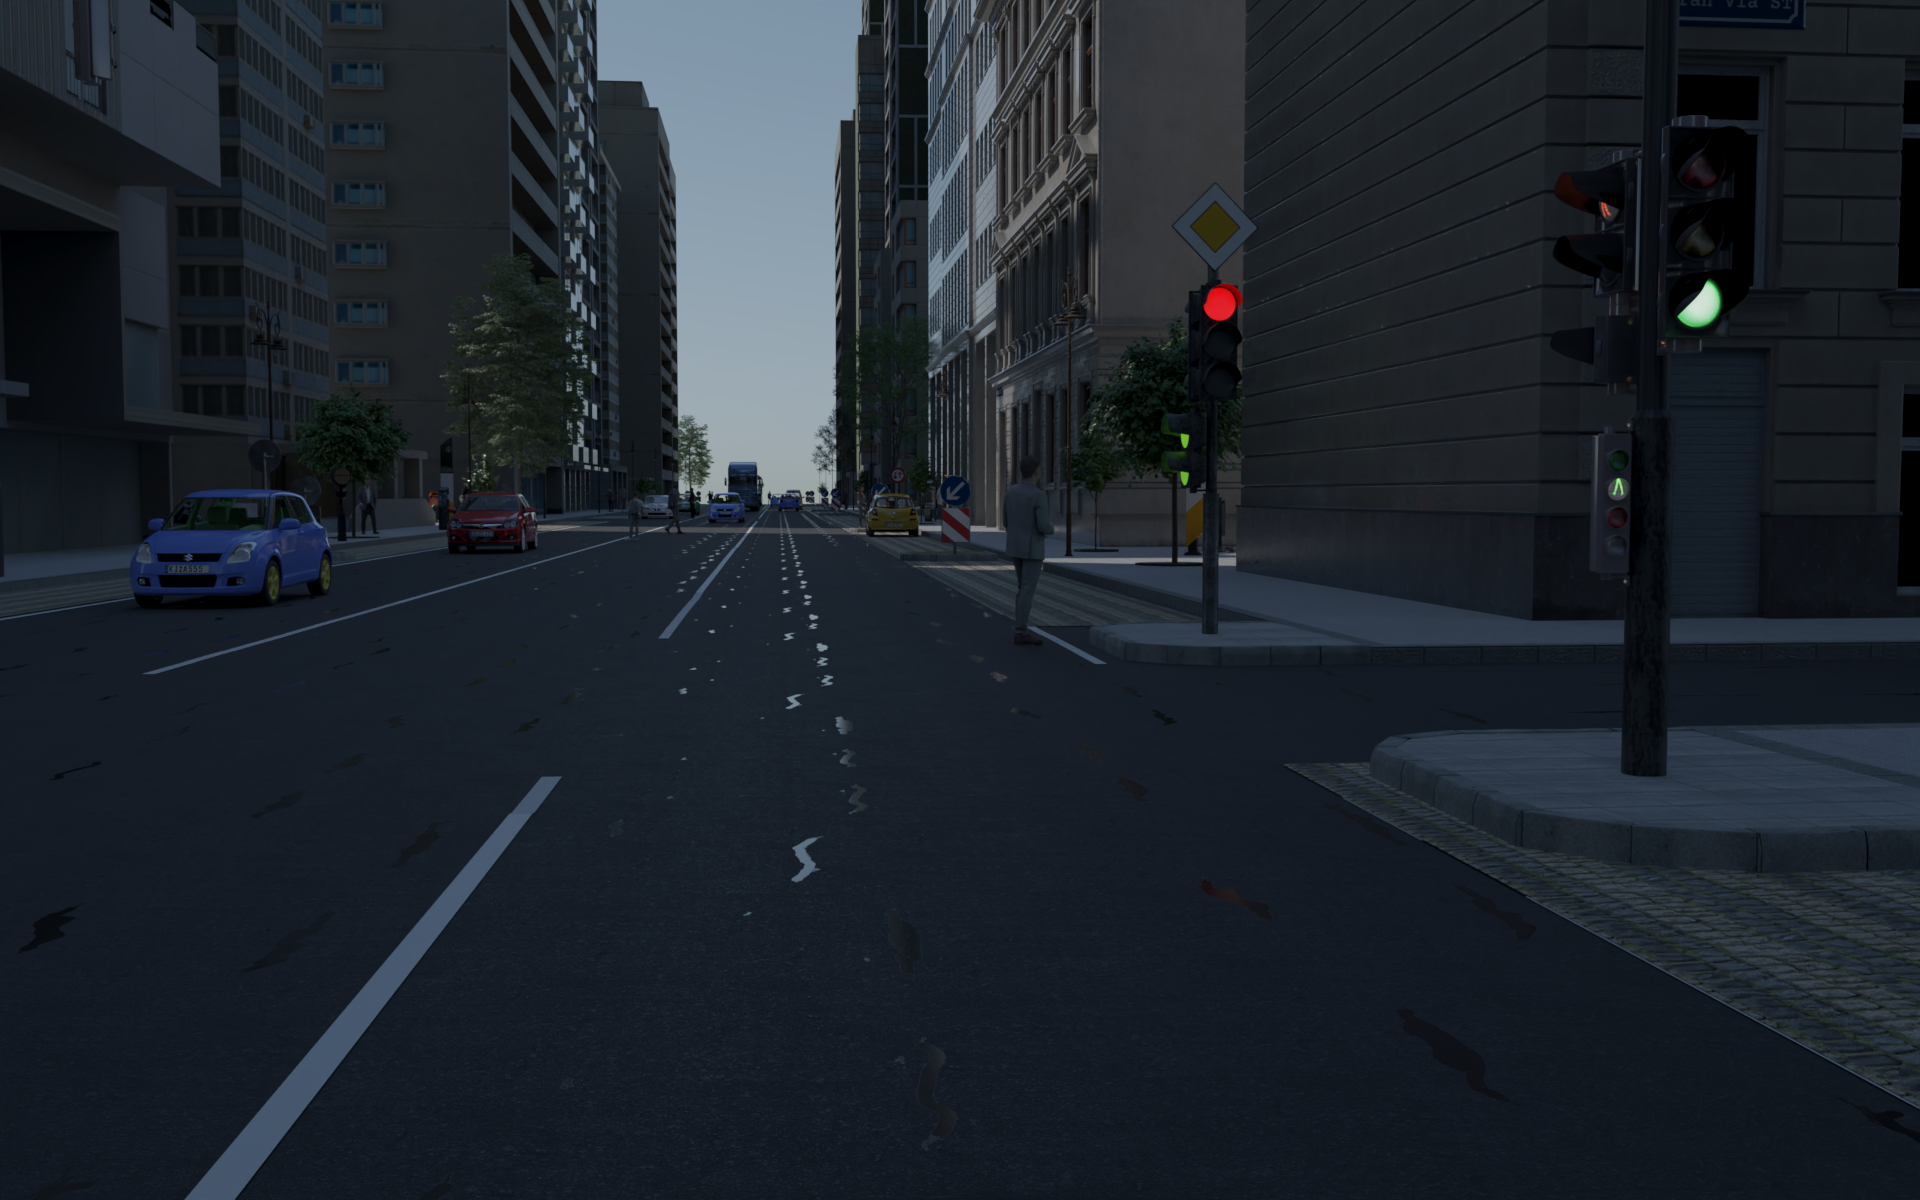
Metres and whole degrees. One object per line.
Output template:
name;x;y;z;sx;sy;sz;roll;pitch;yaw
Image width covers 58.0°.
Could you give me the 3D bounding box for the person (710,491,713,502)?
person;-26.999;-10.917;187.802;0.742;1.727;0.445;3;5;39

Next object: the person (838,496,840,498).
person;-12.428;-10.295;175.303;0.756;1.711;0.436;-2;4;-33

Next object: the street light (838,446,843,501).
street light;-11.471;-11.850;166.539;0.468;5.910;1.993;0;4;-6

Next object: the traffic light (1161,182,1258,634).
traffic light;2.278;-1.644;15.796;0.839;4.253;0.868;0;4;-6

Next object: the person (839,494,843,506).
person;-13.362;-11.375;192.702;1.217;1.739;0.721;2;4;25

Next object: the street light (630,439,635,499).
street light;-27.536;-10.586;145.874;0.468;5.910;1.993;0;4;-6

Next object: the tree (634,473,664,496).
tree;-29.744;-10.440;165.301;1.663;3.219;1.824;0;3;0

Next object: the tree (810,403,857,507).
tree;-11.856;-14.816;176.649;7.601;10.594;8.767;0;4;-2

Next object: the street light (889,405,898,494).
street light;-3.434;-7.154;89.755;0.468;5.910;1.993;0;4;-6

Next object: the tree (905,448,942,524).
tree;-1.529;-4.837;73.681;1.663;3.219;1.824;0;3;0

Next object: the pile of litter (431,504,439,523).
pile of litter;-23.410;-3.929;78.211;1.176;0.858;1.719;1;4;20

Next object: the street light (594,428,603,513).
street light;-24.638;-8.888;118.114;0.468;5.910;1.993;0;4;-6

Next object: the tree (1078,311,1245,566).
tree;3.835;-2.911;31.309;4.285;4.588;4.351;0;3;0

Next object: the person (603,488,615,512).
person;-25.484;-7.279;125.592;0.617;1.759;0.750;3;5;44

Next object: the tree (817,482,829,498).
tree;-19.218;-15.093;241.367;1.663;3.219;1.824;0;3;0

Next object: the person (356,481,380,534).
person;-18.807;-2.974;55.073;0.834;1.777;0.661;3;5;44

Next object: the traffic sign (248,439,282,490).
traffic sign;-16.150;-2.456;40.257;0.768;2.556;0.104;0;4;-1

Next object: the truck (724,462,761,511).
truck;-18.629;-9.796;149.931;2.967;4.110;18.799;0;4;-6

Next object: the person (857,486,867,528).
person;-4.032;-3.941;73.213;0.573;1.790;0.520;1;4;19

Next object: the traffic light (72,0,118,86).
traffic light;-9.634;-2.441;14.574;4.771;5.953;1.251;0;4;-6

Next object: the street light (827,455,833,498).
street light;-14.332;-13.567;194.603;0.468;5.910;1.993;0;4;-6

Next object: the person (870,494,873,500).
person;-5.278;-6.214;108.355;0.721;1.736;1.217;2;4;32

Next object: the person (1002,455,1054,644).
person;0.713;-0.486;16.644;0.606;1.804;0.583;3;5;44

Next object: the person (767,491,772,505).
person;-24.154;-12.968;220.398;0.709;1.838;0.599;1;4;23

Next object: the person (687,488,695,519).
person;-15.684;-5.661;101.188;0.705;1.807;1.348;-1;4;-20

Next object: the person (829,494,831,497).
person;-15.262;-12.416;209.025;1.348;1.826;0.705;-2;4;-29

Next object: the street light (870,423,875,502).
street light;-5.718;-8.506;111.853;0.468;5.910;1.993;0;4;-6

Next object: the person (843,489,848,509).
person;-9.666;-8.533;146.111;0.434;1.755;0.990;-1;4;-17

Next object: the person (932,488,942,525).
person;-0.749;-3.972;70.837;0.795;1.843;0.661;-3;5;-39

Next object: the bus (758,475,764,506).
bus;-25.612;-13.587;213.690;2.896;3.916;12.252;0;4;-6

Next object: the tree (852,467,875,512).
tree;-6.967;-7.986;125.173;1.663;3.219;1.824;0;3;0

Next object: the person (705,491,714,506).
person;-31.312;-12.766;216.861;1.348;1.869;0.705;-2;4;-33

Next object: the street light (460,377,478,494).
street light;-19.466;-5.870;68.764;0.468;5.910;1.993;0;4;-6

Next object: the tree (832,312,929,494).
tree;-3.641;-10.542;98.119;9.928;11.665;9.643;0;3;0

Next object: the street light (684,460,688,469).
street light;-36.346;-15.714;229.717;0.468;5.910;1.993;0;4;-6

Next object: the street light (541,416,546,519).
street light;-21.745;-7.199;90.495;0.468;5.910;1.993;0;4;-6

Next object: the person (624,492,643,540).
person;-10.116;-2.608;53.739;0.523;1.515;0.503;3;4;38

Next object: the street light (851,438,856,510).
street light;-8.556;-10.165;138.978;0.468;5.910;1.993;0;4;-6

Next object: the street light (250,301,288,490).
street light;-16.565;-4.211;41.645;0.468;5.910;1.993;0;4;-6

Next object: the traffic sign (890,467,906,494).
traffic sign;-2.963;-5.039;82.489;0.768;2.556;0.104;0;4;3

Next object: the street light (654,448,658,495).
street light;-30.671;-12.351;174.725;0.468;5.910;1.993;0;4;-6

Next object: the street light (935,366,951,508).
street light;-0.603;-5.495;62.629;0.468;5.910;1.993;0;4;-6

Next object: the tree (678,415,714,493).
tree;-38.937;-20.192;248.271;7.486;12.596;7.792;0;3;0

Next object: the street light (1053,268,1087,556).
street light;2.241;-3.836;35.504;0.468;5.910;1.993;0;4;-6

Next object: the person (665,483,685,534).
person;-10.231;-3.278;62.189;0.850;1.850;0.679;-2;4;-35

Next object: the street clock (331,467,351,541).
street clock;-16.787;-2.595;46.993;0.471;2.002;0.358;-3;5;-41

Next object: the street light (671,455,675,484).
street light;-33.463;-14.026;202.116;0.468;5.910;1.993;0;4;-6

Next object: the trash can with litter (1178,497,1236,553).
trash can with litter;5.707;-1.686;38.617;1.678;1.210;2.233;0;4;5

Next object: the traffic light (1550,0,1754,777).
traffic light;1.038;-2.008;7.497;4.771;5.953;1.251;0;4;-6

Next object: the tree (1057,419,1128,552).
tree;2.914;-2.694;38.647;1.663;3.219;1.824;0;3;0
